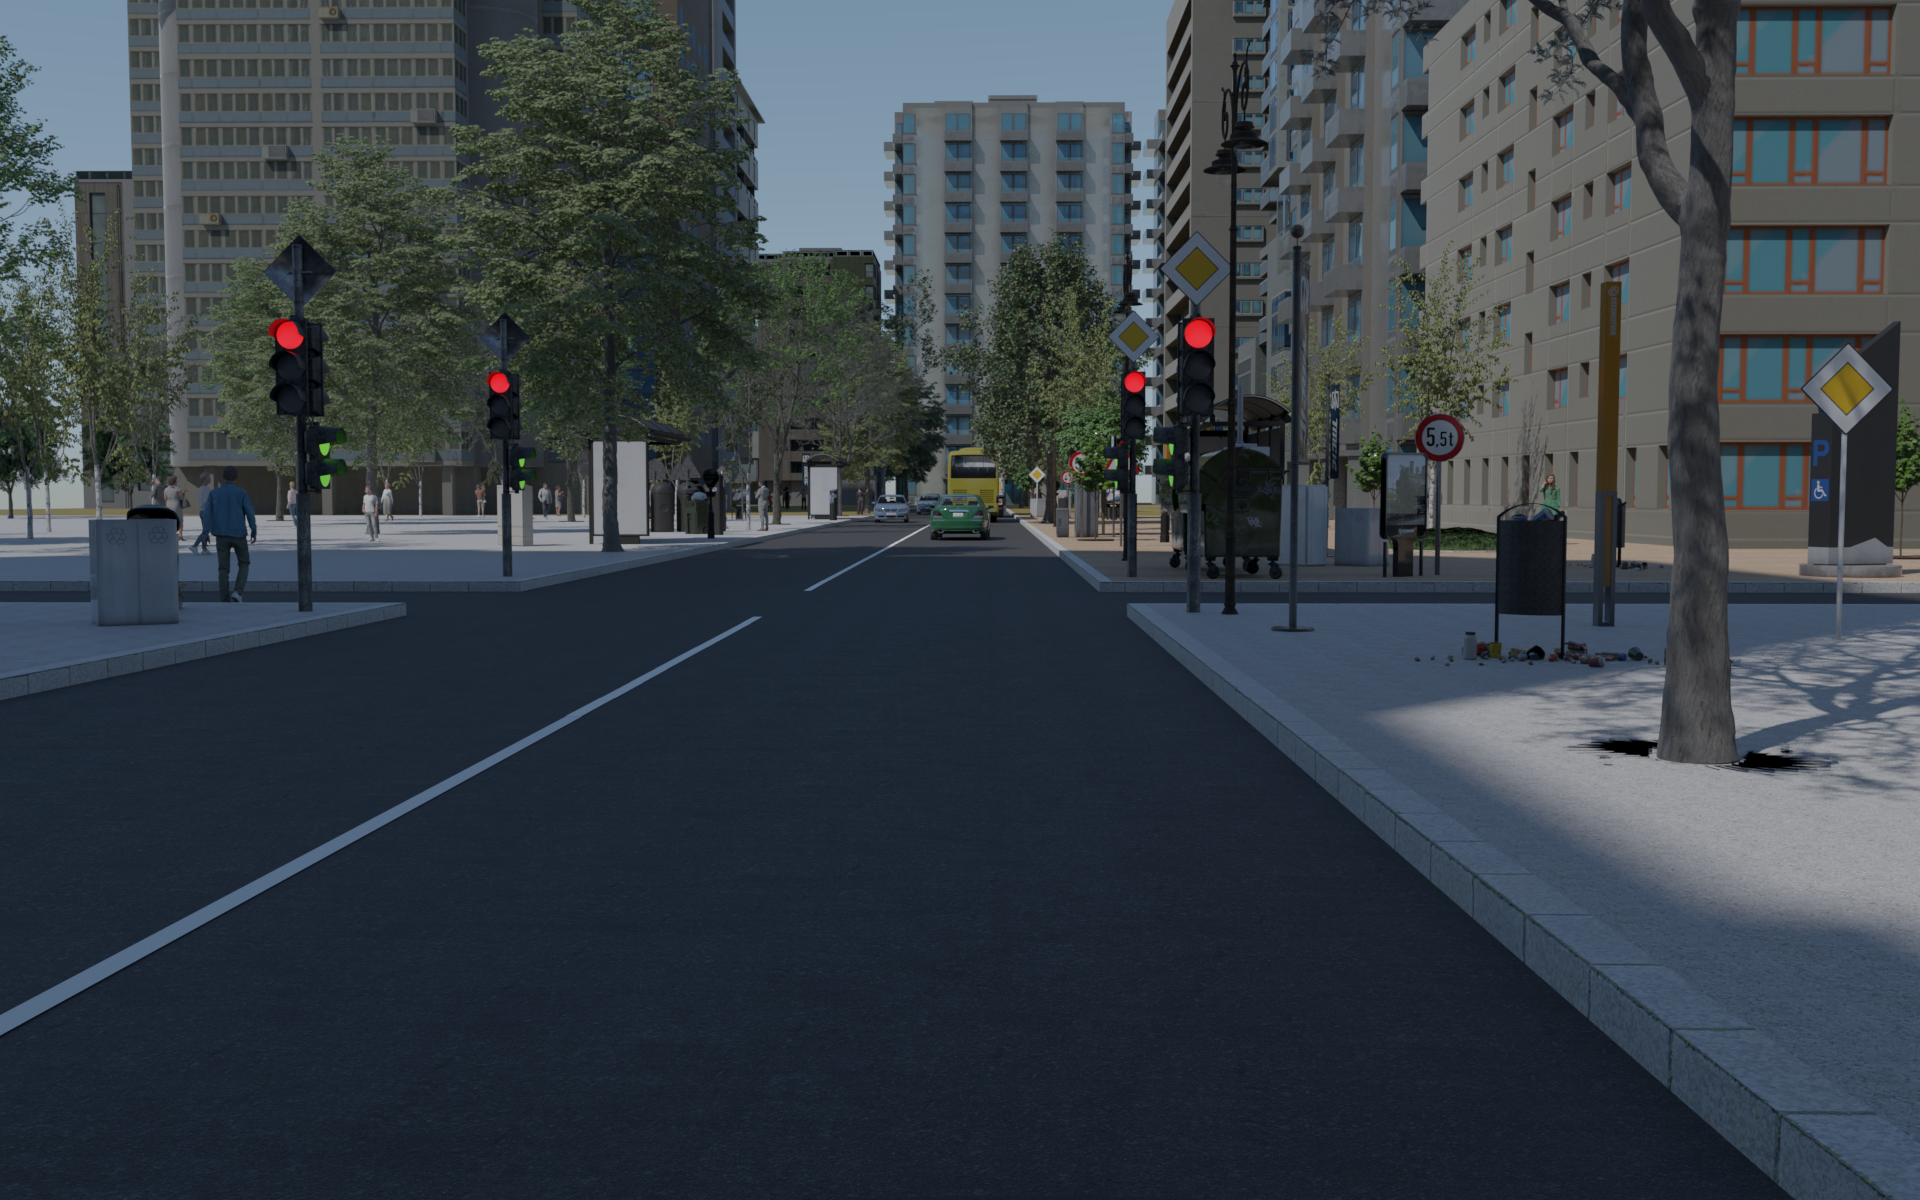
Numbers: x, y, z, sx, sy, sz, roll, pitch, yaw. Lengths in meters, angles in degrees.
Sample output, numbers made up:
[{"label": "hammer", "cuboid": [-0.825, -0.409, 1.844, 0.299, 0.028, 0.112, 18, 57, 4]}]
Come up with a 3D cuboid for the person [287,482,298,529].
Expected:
[{"label": "person", "cuboid": [-24.614, -3.528, 64.391, 0.598, 1.740, 0.731, 0, 4, 7]}]

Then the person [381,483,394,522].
[{"label": "person", "cuboid": [-26.697, -4.564, 80.890, 0.478, 1.798, 0.641, 2, 4, 35]}]

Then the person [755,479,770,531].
[{"label": "person", "cuboid": [-6.889, -3.298, 60.142, 0.466, 1.800, 0.511, 1, 4, 21]}]

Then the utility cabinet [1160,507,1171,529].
[{"label": "utility cabinet", "cuboid": [7.831, -3.283, 62.363, 1.173, 1.500, 0.318, 1, 4, 18]}]

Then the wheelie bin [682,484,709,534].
[{"label": "wheelie bin", "cuboid": [-8.453, -2.908, 55.457, 0.980, 1.594, 0.693, 2, 4, 35]}]

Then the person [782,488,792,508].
[{"label": "person", "cuboid": [-16.463, -9.566, 162.457, 1.348, 1.823, 0.705, 0, 4, -8]}]

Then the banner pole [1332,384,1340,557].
[{"label": "banner pole", "cuboid": [7.508, -2.752, 35.007, 0.401, 3.779, 0.863, -1, 4, -9]}]

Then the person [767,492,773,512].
[{"label": "person", "cuboid": [-13.377, -6.873, 121.679, 1.065, 1.426, 0.557, -2, 4, -34]}]

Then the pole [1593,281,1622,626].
[{"label": "pole", "cuboid": [6.260, -1.401, 16.748, 0.158, 3.312, 0.155, 0, 3, 0]}]

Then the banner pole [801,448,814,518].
[{"label": "banner pole", "cuboid": [-8.155, -6.335, 93.601, 0.863, 3.779, 0.401, 1, 4, 14]}]

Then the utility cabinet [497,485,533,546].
[{"label": "utility cabinet", "cuboid": [-10.998, -2.090, 42.851, 1.173, 1.500, 0.318, 3, 5, 45]}]

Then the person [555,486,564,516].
[{"label": "person", "cuboid": [-23.237, -5.760, 100.572, 0.532, 1.782, 0.716, -1, 4, -11]}]

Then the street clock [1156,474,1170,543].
[{"label": "street clock", "cuboid": [5.423, -2.523, 45.814, 0.471, 2.002, 0.358, 3, 5, 42]}]

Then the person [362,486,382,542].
[{"label": "person", "cuboid": [-15.823, -2.324, 46.630, 0.503, 1.515, 0.523, -1, 4, -18]}]

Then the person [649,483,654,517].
[{"label": "person", "cuboid": [-12.372, -3.840, 69.572, 0.760, 1.731, 0.466, -2, 4, -34]}]

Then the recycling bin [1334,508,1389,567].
[{"label": "recycling bin", "cuboid": [7.204, -1.131, 31.049, 0.722, 1.027, 0.722, -3, 5, -43]}]

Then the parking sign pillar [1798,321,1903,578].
[{"label": "parking sign pillar", "cuboid": [13.942, -2.358, 27.019, 1.447, 3.967, 1.447, -1, 4, -18]}]

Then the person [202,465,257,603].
[{"label": "person", "cuboid": [-8.985, -0.763, 21.316, 0.601, 1.785, 0.444, -1, 4, -12]}]

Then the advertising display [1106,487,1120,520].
[{"label": "advertising display", "cuboid": [7.612, -4.923, 85.703, 0.123, 1.923, 0.974, -3, 5, -42]}]

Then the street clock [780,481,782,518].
[{"label": "street clock", "cuboid": [-9.809, -5.478, 94.142, 0.358, 2.002, 0.471, -1, 4, -16]}]

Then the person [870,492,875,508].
[{"label": "person", "cuboid": [-8.101, -9.269, 160.814, 0.599, 1.433, 0.991, -2, 4, -30]}]

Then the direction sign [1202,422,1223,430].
[{"label": "direction sign", "cuboid": [7.929, -3.819, 54.436, 0.876, 3.537, 0.379, -3, 4, -36]}]

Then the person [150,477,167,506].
[{"label": "person", "cuboid": [-26.023, -3.074, 56.104, 0.447, 1.846, 0.655, 1, 4, 18]}]

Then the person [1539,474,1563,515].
[{"label": "person", "cuboid": [14.962, -2.301, 43.903, 0.600, 1.795, 0.529, 1, 4, 15]}]

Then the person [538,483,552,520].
[{"label": "person", "cuboid": [-20.744, -4.933, 86.546, 0.661, 1.843, 0.795, -2, 4, -27]}]

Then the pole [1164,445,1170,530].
[{"label": "pole", "cuboid": [7.393, -4.156, 61.793, 0.158, 3.312, 0.155, 0, 3, 0]}]

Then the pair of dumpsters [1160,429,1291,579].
[{"label": "pair of dumpsters", "cuboid": [4.247, -1.562, 28.028, 1.574, 2.255, 4.437, 0, 4, 1]}]

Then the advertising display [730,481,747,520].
[{"label": "advertising display", "cuboid": [-11.117, -5.005, 87.052, 0.974, 1.923, 0.123, -3, 5, -44]}]

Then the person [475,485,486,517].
[{"label": "person", "cuboid": [-27.087, -5.628, 98.028, 0.573, 1.828, 0.580, 3, 5, 41]}]

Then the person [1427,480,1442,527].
[{"label": "person", "cuboid": [15.832, -3.174, 58.115, 0.590, 1.801, 0.661, -3, 4, -38]}]

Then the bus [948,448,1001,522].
[{"label": "bus", "cuboid": [0.770, -6.093, 91.162, 2.896, 3.916, 12.252, 0, 4, 1]}]

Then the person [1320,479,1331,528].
[{"label": "person", "cuboid": [13.115, -3.478, 62.895, 0.713, 1.824, 0.794, -3, 5, -42]}]

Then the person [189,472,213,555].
[{"label": "person", "cuboid": [-15.898, -1.811, 36.323, 0.731, 1.740, 0.598, 3, 4, 37]}]

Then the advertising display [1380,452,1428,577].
[{"label": "advertising display", "cuboid": [6.879, -1.323, 26.853, 0.974, 1.923, 0.123, -3, 4, -36]}]

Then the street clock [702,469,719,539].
[{"label": "street clock", "cuboid": [-7.170, -2.768, 49.827, 0.471, 2.002, 0.358, -1, 4, -17]}]

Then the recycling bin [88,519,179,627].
[{"label": "recycling bin", "cuboid": [-8.213, -0.285, 17.213, 0.722, 1.027, 0.722, -2, 4, -32]}]

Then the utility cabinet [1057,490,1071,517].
[{"label": "utility cabinet", "cuboid": [5.788, -5.372, 96.508, 0.318, 1.500, 1.173, -2, 4, -23]}]

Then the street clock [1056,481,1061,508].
[{"label": "street clock", "cuboid": [5.227, -5.491, 94.342, 0.471, 2.002, 0.358, 1, 4, 13]}]

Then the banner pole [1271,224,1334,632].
[{"label": "banner pole", "cuboid": [3.219, -1.613, 16.395, 0.401, 3.779, 0.863, 1, 4, 22]}]

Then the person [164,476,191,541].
[{"label": "person", "cuboid": [-21.282, -2.497, 47.222, 0.716, 1.782, 0.532, 1, 4, 9]}]

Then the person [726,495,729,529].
[{"label": "person", "cuboid": [-8.707, -3.264, 64.101, 0.352, 1.250, 0.332, 3, 5, 44]}]

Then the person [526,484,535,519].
[{"label": "person", "cuboid": [-22.153, -5.063, 89.009, 0.592, 1.802, 0.473, -2, 4, -27]}]

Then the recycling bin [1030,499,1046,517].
[{"label": "recycling bin", "cuboid": [4.383, -5.126, 96.356, 0.722, 1.027, 0.722, -2, 4, -28]}]
